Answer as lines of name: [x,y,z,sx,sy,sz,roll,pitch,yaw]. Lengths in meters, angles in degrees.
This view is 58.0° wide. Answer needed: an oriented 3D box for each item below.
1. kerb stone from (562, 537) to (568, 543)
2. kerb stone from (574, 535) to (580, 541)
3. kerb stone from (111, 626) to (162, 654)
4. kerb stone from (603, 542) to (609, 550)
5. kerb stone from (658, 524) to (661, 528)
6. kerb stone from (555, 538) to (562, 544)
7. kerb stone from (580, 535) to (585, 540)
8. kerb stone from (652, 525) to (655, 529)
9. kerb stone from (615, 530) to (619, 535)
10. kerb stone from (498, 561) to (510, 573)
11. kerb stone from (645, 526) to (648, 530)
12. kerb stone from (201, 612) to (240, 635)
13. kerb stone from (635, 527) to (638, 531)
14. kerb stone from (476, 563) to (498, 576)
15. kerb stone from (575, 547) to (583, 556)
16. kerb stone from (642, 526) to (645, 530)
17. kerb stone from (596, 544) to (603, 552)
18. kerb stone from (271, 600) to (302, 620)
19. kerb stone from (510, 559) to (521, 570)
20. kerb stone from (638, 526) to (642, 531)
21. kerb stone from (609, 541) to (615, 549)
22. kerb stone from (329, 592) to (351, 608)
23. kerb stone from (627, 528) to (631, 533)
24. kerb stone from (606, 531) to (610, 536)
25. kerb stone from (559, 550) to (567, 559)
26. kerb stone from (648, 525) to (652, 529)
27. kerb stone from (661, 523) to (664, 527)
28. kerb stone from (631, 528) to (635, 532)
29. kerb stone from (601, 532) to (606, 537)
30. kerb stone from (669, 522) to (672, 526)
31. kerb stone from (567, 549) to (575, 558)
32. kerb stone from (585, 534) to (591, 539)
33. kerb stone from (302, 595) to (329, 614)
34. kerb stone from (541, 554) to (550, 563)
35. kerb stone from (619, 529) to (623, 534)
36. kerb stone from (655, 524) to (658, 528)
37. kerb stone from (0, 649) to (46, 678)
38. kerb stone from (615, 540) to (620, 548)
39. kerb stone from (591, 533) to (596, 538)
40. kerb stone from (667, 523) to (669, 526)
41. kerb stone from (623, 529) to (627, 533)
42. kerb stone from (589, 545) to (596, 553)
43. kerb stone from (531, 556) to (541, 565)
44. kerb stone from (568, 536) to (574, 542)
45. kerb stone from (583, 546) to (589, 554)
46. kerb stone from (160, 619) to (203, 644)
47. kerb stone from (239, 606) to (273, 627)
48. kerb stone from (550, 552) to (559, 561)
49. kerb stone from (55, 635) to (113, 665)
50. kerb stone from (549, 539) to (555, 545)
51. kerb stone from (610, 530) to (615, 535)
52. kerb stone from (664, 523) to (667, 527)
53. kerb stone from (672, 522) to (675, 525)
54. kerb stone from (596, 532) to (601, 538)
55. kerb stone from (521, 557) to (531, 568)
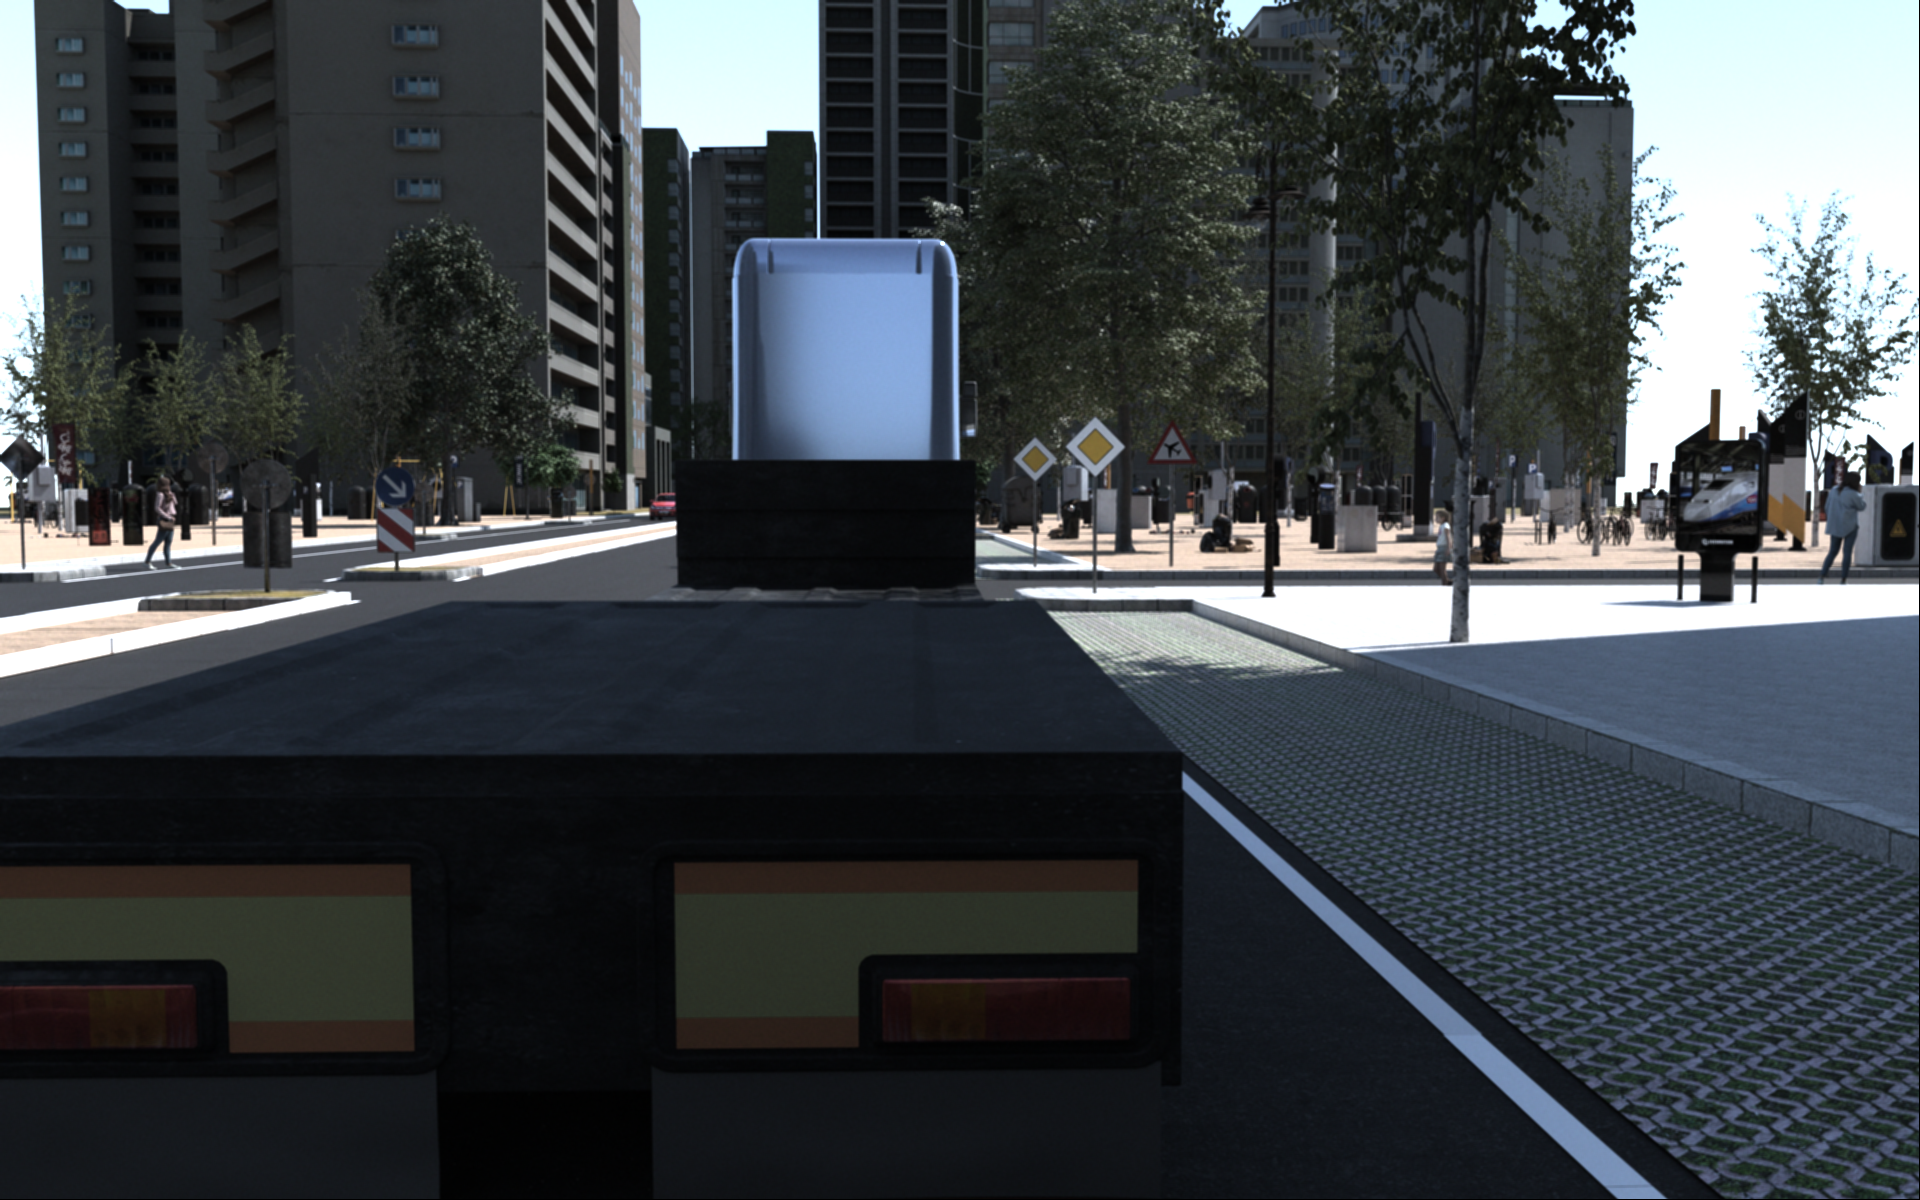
kerb stone: [-11.590,-1.714,50.211,0.120,0.150,1.000,0,4,-3]
kerb stone: [-11.695,-1.839,52.266,0.120,0.150,1.000,0,4,-3]
kerb stone: [-7.659,0.380,15.985,0.120,0.150,1.000,0,4,-3]
kerb stone: [-9.158,-1.343,44.182,0.120,0.150,1.000,0,4,-3]
kerb stone: [-12.783,-3.085,72.727,0.120,0.150,1.000,0,4,-3]
kerb stone: [-11.534,-1.651,49.191,0.120,0.150,1.000,0,4,-3]
kerb stone: [-11.749,-1.901,53.291,0.120,0.150,1.000,0,4,-3]
kerb stone: [-12.676,-2.963,70.677,0.120,0.150,1.000,0,4,-3]
kerb stone: [-12.130,-2.340,60.448,0.120,0.150,1.000,0,4,-3]
kerb stone: [-8.504,-0.590,31.891,0.120,0.150,1.000,0,4,-3]
kerb stone: [-12.572,-2.839,68.634,0.120,0.150,1.000,0,4,-3]
kerb stone: [-7.771,0.255,18.037,0.120,0.150,1.000,0,4,-3]
kerb stone: [-12.400,-2.653,65.566,0.120,0.150,1.000,0,4,-3]
kerb stone: [-8.447,-0.531,30.870,0.120,0.150,1.000,0,4,-3]
kerb stone: [-8.941,-1.095,40.094,0.120,0.150,1.000,0,4,-3]
kerb stone: [-12.513,-2.778,67.613,0.120,0.150,1.000,0,4,-3]
kerb stone: [-9.098,-1.282,43.161,0.120,0.150,1.000,0,4,-3]
kerb stone: [-7.881,0.130,20.078,0.120,0.150,1.000,0,4,-3]
kerb stone: [-8.564,-0.656,32.923,0.120,0.150,1.000,0,4,-3]
kerb stone: [-12.454,-2.711,66.593,0.120,0.150,1.000,0,4,-3]
kerb stone: [-9.218,-1.407,45.202,0.120,0.150,1.000,0,4,-3]
kerb stone: [-7.994,0.006,22.124,0.120,0.150,1.000,0,4,-3]
kerb stone: [-12.290,-2.527,63.516,0.120,0.150,1.000,0,4,-3]
kerb stone: [-12.024,-2.212,58.407,0.120,0.150,1.000,0,4,-3]
kerb stone: [-8.843,-0.969,38.039,0.120,0.150,1.000,0,4,-3]
kerb stone: [-12.614,-2.903,69.655,0.120,0.150,1.000,0,4,-3]
kerb stone: [-12.841,-3.153,73.751,0.120,0.150,1.000,0,4,-3]
kerb stone: [-12.342,-2.585,64.537,0.120,0.150,1.000,0,4,-3]
kerb stone: [-11.964,-2.152,57.382,0.120,0.150,1.000,0,4,-3]
kerb stone: [-13.006,-3.334,76.825,0.120,0.150,1.000,0,4,-3]
kerb stone: [-8.896,-1.027,39.063,0.120,0.150,1.000,0,4,-3]
kerb stone: [-11.807,-1.965,54.319,0.120,0.150,1.000,0,4,-3]
kerb stone: [-7.934,0.067,21.104,0.120,0.150,1.000,0,4,-3]
kerb stone: [-8.718,-0.835,35.990,0.120,0.150,1.000,0,4,-3]
kerb stone: [-12.186,-2.400,61.471,0.120,0.150,1.000,0,4,-3]
kerb stone: [-12.734,-3.021,71.698,0.120,0.150,1.000,0,4,-3]
kerb stone: [-7.554,0.508,13.936,0.120,0.150,1.000,0,4,-3]
kerb stone: [-9.272,-1.470,46.226,0.120,0.150,1.000,0,4,-3]
kerb stone: [-11.861,-2.027,55.341,0.120,0.150,1.000,0,4,-3]
kerb stone: [-12.945,-3.279,75.800,0.120,0.150,1.000,0,4,-3]
kerb stone: [-12.240,-2.465,62.495,0.120,0.150,1.000,0,4,-3]
kerb stone: [-9.054,-1.215,42.137,0.120,0.150,1.000,0,4,-3]
kerb stone: [-8.667,-0.781,34.965,0.120,0.150,1.000,0,4,-3]
kerb stone: [-11.646,-1.773,51.245,0.120,0.150,1.000,0,4,-3]
kerb stone: [-8.999,-1.157,41.116,0.120,0.150,1.000,0,4,-3]
kerb stone: [-7.717,0.317,17.012,0.120,0.150,1.000,0,4,-3]
kerb stone: [-7.825,0.192,19.057,0.120,0.150,1.000,0,4,-3]
kerb stone: [-8.774,-0.906,37.010,0.120,0.150,1.000,0,4,-3]
kerb stone: [-7.618,0.443,14.956,0.120,0.150,1.000,0,4,-3]
kerb stone: [-11.472,-1.588,48.167,0.120,0.150,1.000,0,4,-3]
kerb stone: [-12.074,-2.277,59.427,0.120,0.150,1.000,0,4,-3]
kerb stone: [-12.892,-3.216,74.772,0.120,0.150,1.000,0,4,-3]
kerb stone: [-13.054,-3.404,77.846,0.120,0.150,1.000,0,4,-3]
kerb stone: [-11.920,-2.090,56.361,0.120,0.150,1.000,0,4,-3]
kerb stone: [-8.622,-0.719,33.944,0.120,0.150,1.000,0,4,-3]
